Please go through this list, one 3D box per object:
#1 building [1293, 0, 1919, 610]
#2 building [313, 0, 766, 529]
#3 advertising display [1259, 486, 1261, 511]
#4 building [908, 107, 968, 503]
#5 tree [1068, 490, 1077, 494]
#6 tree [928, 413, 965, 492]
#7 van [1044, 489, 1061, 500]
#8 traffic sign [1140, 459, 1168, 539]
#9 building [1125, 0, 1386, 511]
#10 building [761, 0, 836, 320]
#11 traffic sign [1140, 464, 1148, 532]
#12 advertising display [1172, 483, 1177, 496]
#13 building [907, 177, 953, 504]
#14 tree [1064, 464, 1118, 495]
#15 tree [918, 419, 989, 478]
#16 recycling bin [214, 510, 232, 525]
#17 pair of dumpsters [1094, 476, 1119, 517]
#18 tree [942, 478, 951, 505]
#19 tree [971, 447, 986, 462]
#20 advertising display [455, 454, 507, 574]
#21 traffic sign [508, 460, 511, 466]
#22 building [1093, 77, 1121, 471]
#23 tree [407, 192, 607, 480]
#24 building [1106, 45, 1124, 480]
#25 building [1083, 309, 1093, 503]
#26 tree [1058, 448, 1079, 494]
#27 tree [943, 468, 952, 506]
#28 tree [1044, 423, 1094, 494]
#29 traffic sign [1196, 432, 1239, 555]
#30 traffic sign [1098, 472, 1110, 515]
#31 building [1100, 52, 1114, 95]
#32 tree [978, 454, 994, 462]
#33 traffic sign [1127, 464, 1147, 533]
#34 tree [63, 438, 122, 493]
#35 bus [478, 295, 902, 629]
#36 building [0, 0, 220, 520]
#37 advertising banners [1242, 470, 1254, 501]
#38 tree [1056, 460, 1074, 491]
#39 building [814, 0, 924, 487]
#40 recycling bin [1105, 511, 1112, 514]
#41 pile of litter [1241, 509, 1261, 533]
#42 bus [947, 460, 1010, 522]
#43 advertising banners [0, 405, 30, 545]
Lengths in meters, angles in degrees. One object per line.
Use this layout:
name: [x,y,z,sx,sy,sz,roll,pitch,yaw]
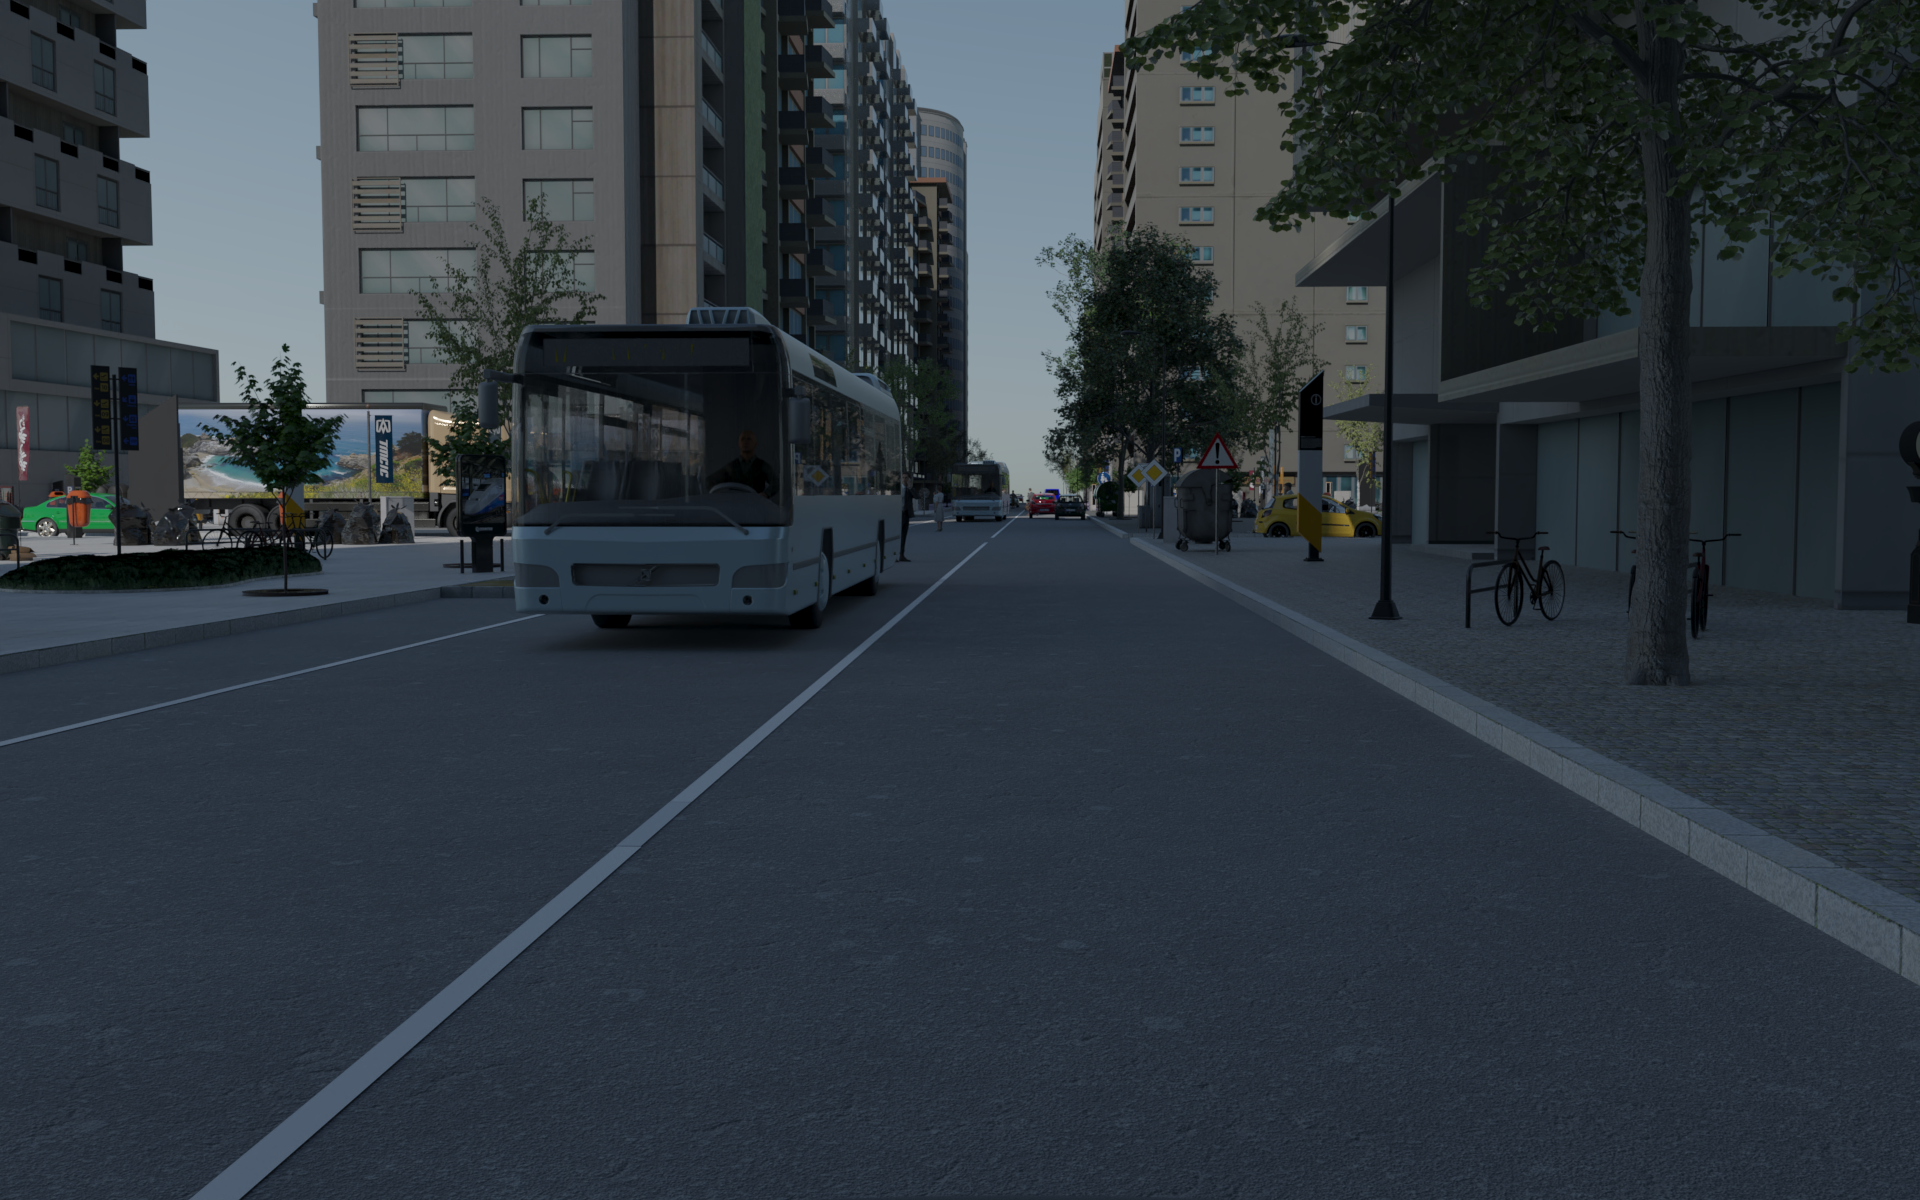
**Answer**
building: [21.450,-27.000,30.685,28.713,52.752,27.495,0,4,3]
building: [-15.754,-23.516,68.087,14.154,41.232,14.086,0,4,3]
advertising display: [22.663,-7.585,129.230,0.123,1.923,0.974,-2,4,-33]
building: [-10.065,-44.035,261.977,21.231,58.520,28.212,0,4,3]
tree: [16.971,-16.048,256.992,1.663,3.219,1.824,0,3,0]
tree: [-1.961,-12.359,152.428,4.360,8.622,3.978,0,3,0]
van: [10.672,-12.085,201.969,2.240,2.365,5.245,0,4,1]
traffic sign: [5.534,-2.800,49.418,0.795,2.450,0.064,0,4,3]
building: [24.568,-31.699,141.982,21.300,48.544,21.600,0,4,3]
building: [-19.046,-27.219,99.660,22.147,44.769,28.867,0,4,3]
traffic sign: [6.260,-3.423,58.089,0.606,2.300,0.079,1,4,9]
advertising display: [13.417,-6.138,105.575,0.974,1.923,0.123,-1,4,-17]
building: [-12.324,-35.435,233.986,22.147,44.769,28.867,0,4,3]
tree: [11.101,-9.408,137.535,4.285,4.588,4.351,0,3,0]
tree: [-0.583,-16.489,204.011,8.767,10.594,7.601,0,4,-8]
recycling bin: [-30.528,-3.640,72.063,0.722,1.027,0.722,1,4,17]
pair of dumpsters: [8.332,-5.781,97.019,1.574,2.255,4.437,0,4,3]
tree: [-1.322,-11.353,180.220,1.663,3.219,1.824,0,3,0]
tree: [2.491,-18.928,259.833,4.360,8.622,3.978,0,3,0]
advertising display: [-7.810,-1.411,28.288,0.123,1.923,0.974,2,4,33]
traffic sign: [-8.082,-1.982,32.407,0.884,2.594,0.081,1,4,9]
building: [26.175,-34.836,193.270,21.300,48.544,21.600,0,4,3]
tree: [-10.711,-5.582,41.624,4.737,8.622,4.395,0,3,0]
building: [25.457,-31.412,168.203,22.147,44.769,28.867,0,4,3]
building: [25.730,-30.076,263.447,14.160,30.474,14.107,0,4,3]
tree: [15.649,-18.107,246.406,4.737,8.622,4.395,0,3,0]
tree: [-0.323,-12.654,190.598,4.285,4.588,4.351,0,3,0]
tree: [13.987,-17.206,215.733,8.767,10.594,7.601,2,4,29]
traffic sign: [5.420,-2.232,36.491,0.884,2.594,0.081,1,4,11]
traffic sign: [8.334,-6.120,100.164,0.768,2.556,0.104,0,4,8]
building: [30.759,-51.461,279.635,20.563,71.187,20.611,0,4,3]
tree: [4.326,-20.868,291.557,4.737,8.622,4.395,0,3,0]
traffic sign: [5.918,-3.288,57.394,0.795,2.450,0.064,0,4,3]
tree: [-30.332,-4.009,60.155,1.663,3.219,1.824,0,3,0]
bus: [-2.546,-1.616,21.283,2.948,3.499,13.247,0,4,3]
building: [-52.331,-29.671,74.354,27.495,52.752,28.713,0,4,3]
advertising banners: [20.768,-8.028,127.449,2.074,3.025,0.090,0,4,-6]
tree: [17.366,-20.287,282.052,4.360,8.622,3.978,0,3,0]
building: [-16.084,-34.239,179.420,23.786,49.044,30.456,0,4,3]
recycling bin: [9.348,-5.991,110.509,0.722,1.027,0.722,0,4,0]
pile of litter: [10.151,-2.638,57.100,1.719,0.858,1.176,3,5,39]
bus: [1.175,-6.016,93.217,2.948,3.499,13.247,0,4,4]
advertising banners: [-19.197,-2.366,34.867,2.074,3.025,0.090,3,4,37]
